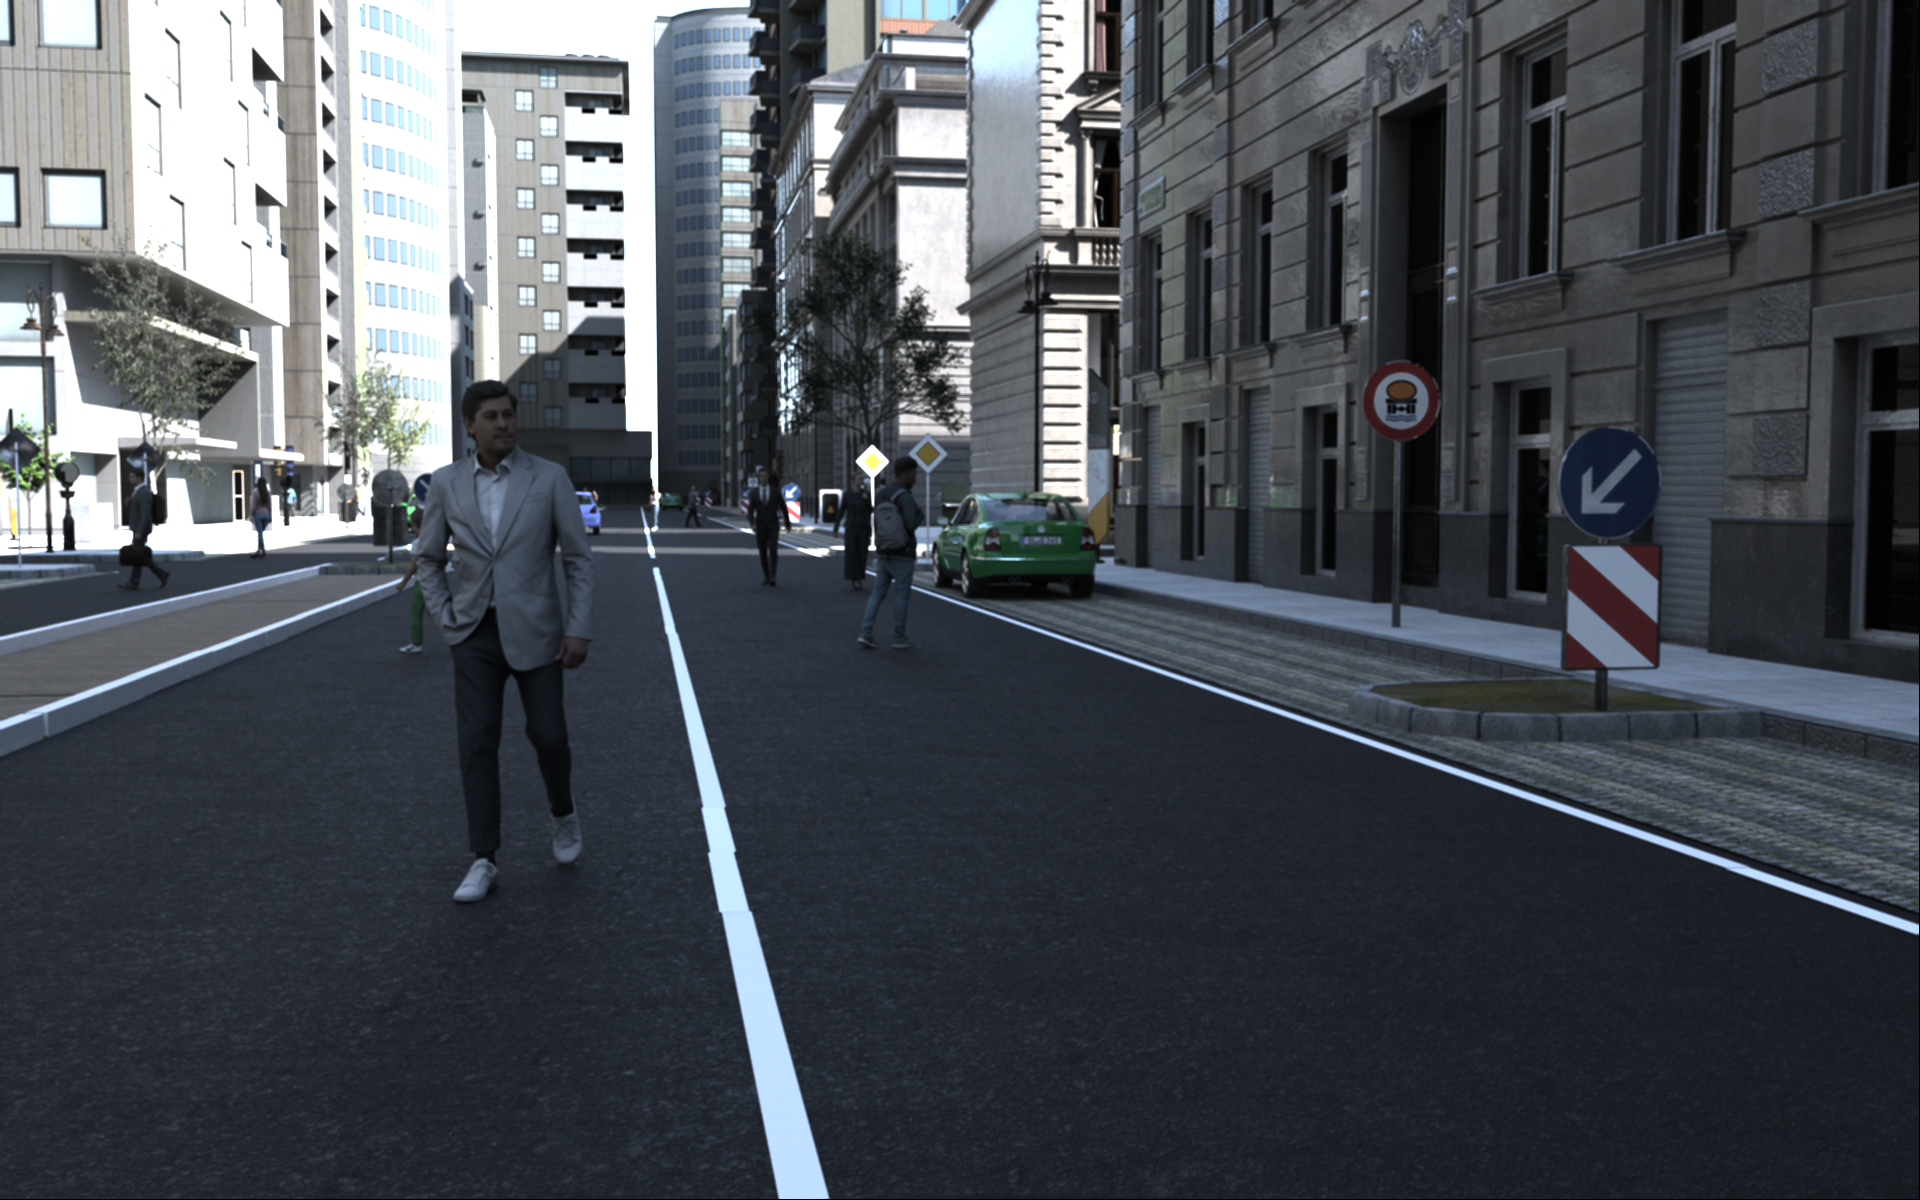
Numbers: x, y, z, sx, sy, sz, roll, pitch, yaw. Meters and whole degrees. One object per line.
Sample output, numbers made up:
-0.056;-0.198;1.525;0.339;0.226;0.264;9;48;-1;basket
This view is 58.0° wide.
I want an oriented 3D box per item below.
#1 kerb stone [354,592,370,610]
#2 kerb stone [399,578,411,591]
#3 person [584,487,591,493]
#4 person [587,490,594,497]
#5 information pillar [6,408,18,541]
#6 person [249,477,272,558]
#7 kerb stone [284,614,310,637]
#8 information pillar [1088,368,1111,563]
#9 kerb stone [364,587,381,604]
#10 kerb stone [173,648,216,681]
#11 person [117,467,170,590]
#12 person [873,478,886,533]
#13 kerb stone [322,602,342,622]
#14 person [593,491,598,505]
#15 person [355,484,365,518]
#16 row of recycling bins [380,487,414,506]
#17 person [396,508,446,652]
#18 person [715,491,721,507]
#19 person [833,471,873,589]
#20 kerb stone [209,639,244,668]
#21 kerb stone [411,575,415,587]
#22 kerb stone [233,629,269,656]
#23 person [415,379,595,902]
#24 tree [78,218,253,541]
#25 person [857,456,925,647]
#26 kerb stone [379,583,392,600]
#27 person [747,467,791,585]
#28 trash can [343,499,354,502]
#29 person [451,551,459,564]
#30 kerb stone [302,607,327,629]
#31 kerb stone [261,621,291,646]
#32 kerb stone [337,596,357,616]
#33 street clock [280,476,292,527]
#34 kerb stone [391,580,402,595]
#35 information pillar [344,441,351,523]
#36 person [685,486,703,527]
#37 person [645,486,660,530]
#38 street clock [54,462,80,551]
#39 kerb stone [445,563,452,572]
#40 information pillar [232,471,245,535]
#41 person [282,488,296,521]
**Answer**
-7.578;0.029;21.734;0.120;0.150;1.000;-1;4;-10;kerb stone
-8.328;-0.216;25.767;0.120;0.150;1.000;-1;4;-10;kerb stone
-19.718;-5.099;91.884;0.660;1.820;0.620;1;4;14;person
-29.614;-7.901;138.213;0.617;1.759;0.750;3;4;36;person
-25.985;-3.430;47.430;0.183;3.616;0.504;-3;5;-40;information pillar
-15.701;-1.861;38.941;0.388;1.821;0.555;2;4;24;person
-6.833;0.278;17.711;0.120;0.150;1.000;-1;4;-10;kerb stone
2.564;-2.490;32.068;0.183;3.616;0.504;-3;5;-44;information pillar
-7.767;-0.033;22.738;0.120;0.150;1.000;-1;4;-10;kerb stone
-6.083;0.521;13.680;0.120;0.150;1.000;-1;4;-10;kerb stone
-12.256;-1.072;25.999;0.822;1.834;0.622;-3;5;-43;person
-2.528;-3.036;55.955;0.678;1.792;0.850;3;4;38;person
-7.211;0.154;19.719;0.120;0.150;1.000;-1;4;-10;kerb stone
-34.785;-9.486;164.134;0.750;1.759;0.617;-2;4;-33;person
-32.086;-5.279;92.257;0.656;1.842;0.836;3;5;42;person
-33.199;-5.869;103.070;1.069;1.692;3.534;2;4;28;row of recycling bins
-4.794;-0.179;15.675;0.590;1.304;0.306;0;4;4;person
-24.657;-10.337;176.527;0.593;1.643;0.415;-3;5;-45;person
-1.594;-1.056;26.192;0.576;1.772;0.534;-2;4;-35;person
-6.270;0.466;14.686;0.120;0.150;1.000;-1;4;-10;kerb stone
-8.520;-0.280;26.776;0.120;0.150;1.000;-1;4;-10;kerb stone
-6.455;0.401;15.691;0.120;0.150;1.000;-1;4;-10;kerb stone
-1.667;0.119;6.398;0.661;1.843;0.795;0;4;-1;person
-21.698;-5.895;46.753;4.360;8.622;3.978;0;3;0;tree
-0.601;-0.447;16.153;0.623;1.781;0.721;2;4;35;person
-7.954;-0.096;23.758;0.120;0.150;1.000;-1;4;-10;kerb stone
-3.025;-1.159;27.230;0.659;1.850;0.755;0;4;2;person
-31.551;-4.760;89.473;0.748;1.137;0.748;0;3;0;trash can
-5.944;-0.734;21.250;0.466;1.731;0.760;1;4;21;person
-7.024;0.213;18.714;0.120;0.150;1.000;-1;4;-10;kerb stone
-6.642;0.337;16.706;0.120;0.150;1.000;-1;4;-10;kerb stone
-7.392;0.092;20.727;0.120;0.150;1.000;-1;4;-10;kerb stone
-26.553;-3.896;68.274;0.358;2.002;0.471;1;4;9;street clock
-8.139;-0.154;24.763;0.120;0.150;1.000;-1;4;-10;kerb stone
-26.872;-5.177;76.005;0.183;3.616;0.504;0;4;-2;information pillar
-11.585;-4.075;75.527;0.834;1.777;0.661;-1;4;-21;person
-12.049;-3.623;68.320;0.593;1.750;0.643;2;4;28;person
-20.247;-2.125;39.314;0.358;2.002;0.471;2;4;30;street clock
-9.459;-0.589;31.823;0.120;0.150;1.000;-1;4;-10;kerb stone
-22.753;-3.065;54.600;0.304;2.012;0.304;-2;4;-28;information pillar
-32.172;-4.711;83.079;0.660;1.820;0.620;-1;4;-14;person
